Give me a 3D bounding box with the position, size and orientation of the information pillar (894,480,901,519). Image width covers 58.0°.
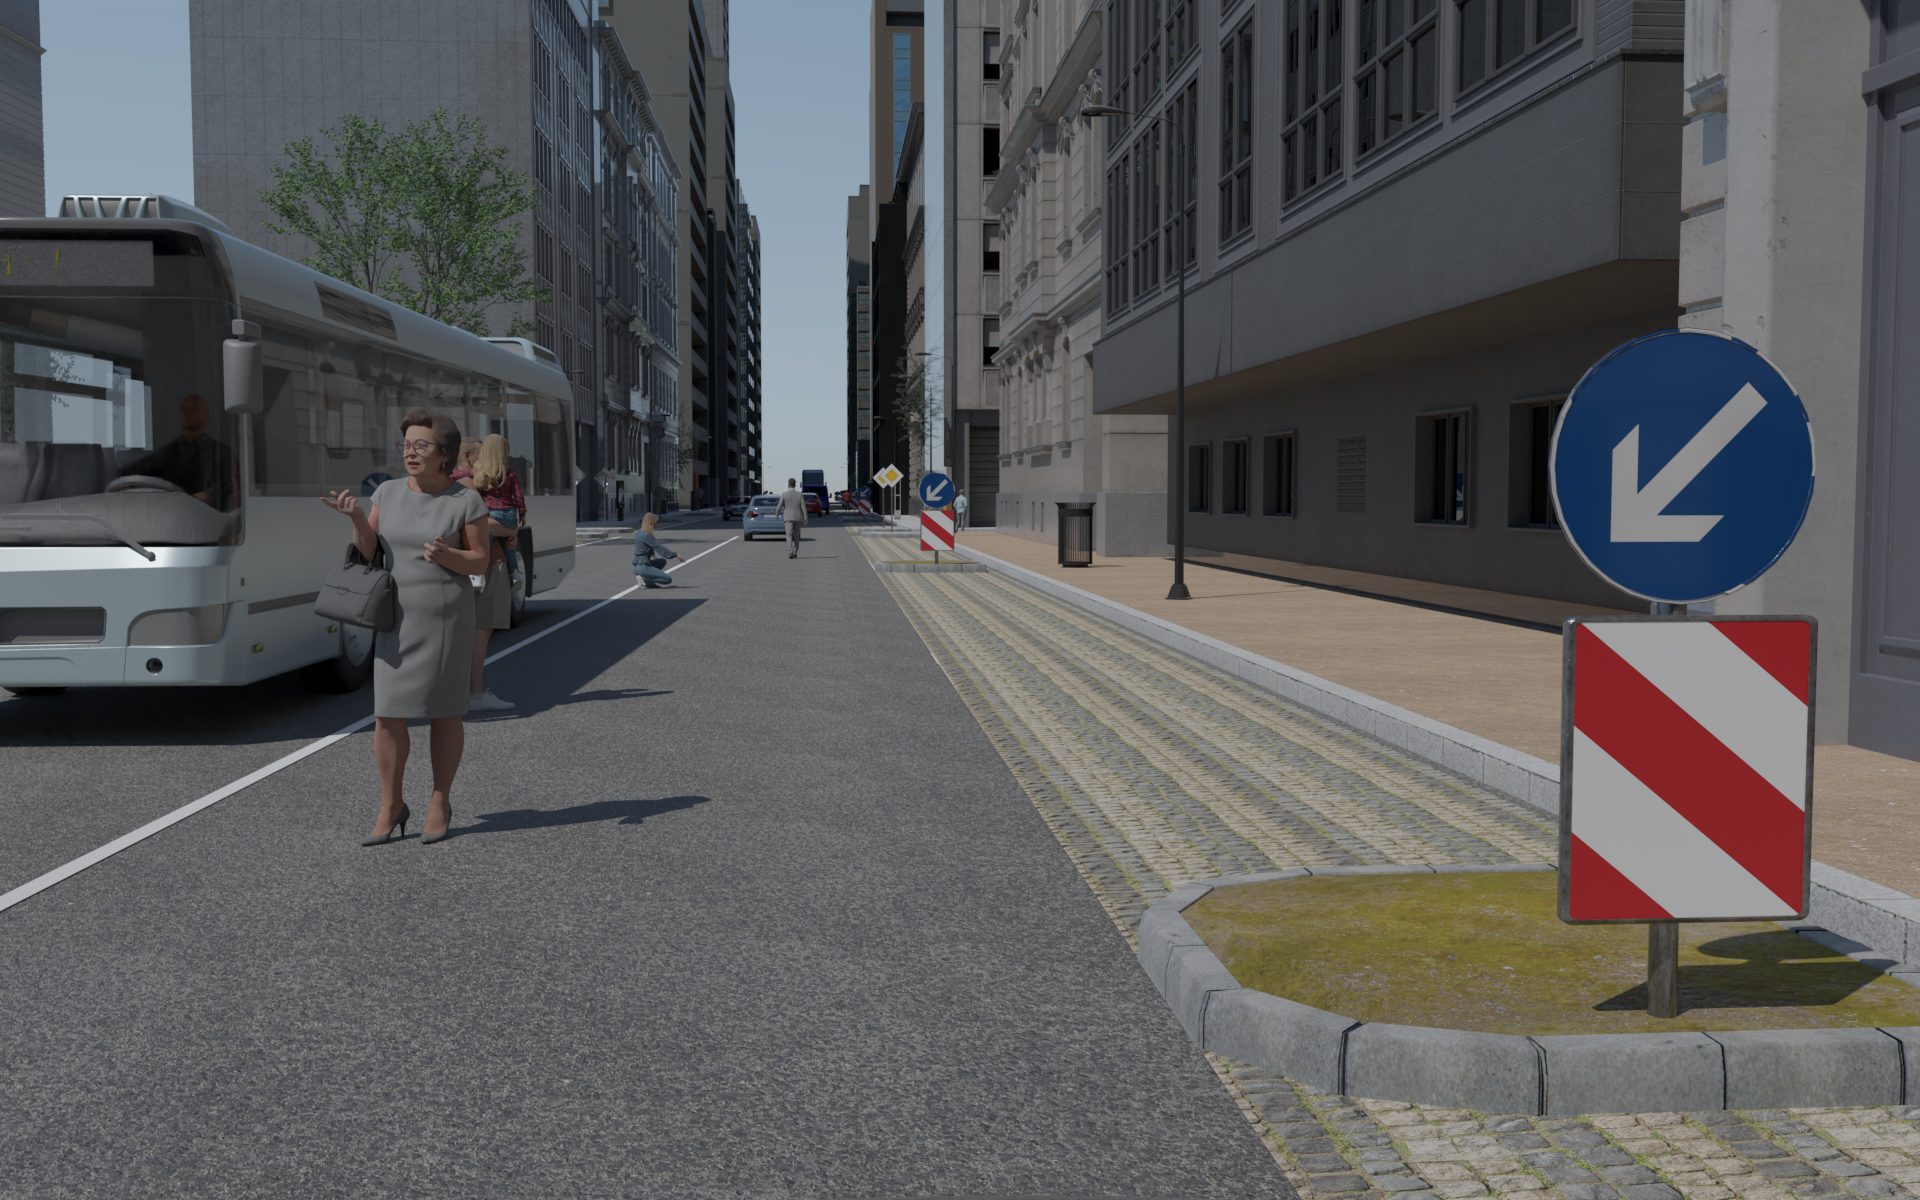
[{"bbox_3d":[-3.157,-5.077,87.502,0.304,2.012,0.304,0,4,-7],"label":"information pillar"}]

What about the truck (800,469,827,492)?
[{"bbox_3d":[-15.695,-11.850,183.509,2.967,4.110,18.799,0,4,-4],"label":"truck"}]

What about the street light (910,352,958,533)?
[{"bbox_3d":[-0.795,-5.152,56.773,1.470,5.913,1.316,0,4,-5],"label":"street light"}]

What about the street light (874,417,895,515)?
[{"bbox_3d":[-4.454,-8.034,103.905,1.470,5.913,1.316,0,4,-5],"label":"street light"}]

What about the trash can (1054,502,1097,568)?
[{"bbox_3d":[2.015,-1.138,30.265,0.748,1.137,0.748,0,3,0],"label":"trash can"}]

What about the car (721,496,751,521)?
[{"bbox_3d":[-12.010,-5.005,94.417,1.945,1.354,3.894,0,4,-5],"label":"car"}]

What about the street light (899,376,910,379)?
[{"bbox_3d":[-1.681,-5.840,68.028,1.470,5.913,1.316,0,4,-5],"label":"street light"}]

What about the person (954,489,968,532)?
[{"bbox_3d":[0.061,-3.061,60.350,0.330,1.601,0.589,-3,5,-44],"label":"person"}]

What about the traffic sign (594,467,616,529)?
[{"bbox_3d":[-13.196,-3.714,64.367,0.795,2.450,0.064,0,4,-5],"label":"traffic sign"}]

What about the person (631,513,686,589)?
[{"bbox_3d":[-4.654,-0.757,26.377,0.738,1.151,1.012,-1,4,-23],"label":"person"}]

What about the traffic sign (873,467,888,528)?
[{"bbox_3d":[-2.882,-3.762,65.158,0.795,2.450,0.064,0,4,-5],"label":"traffic sign"}]

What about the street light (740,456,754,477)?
[{"bbox_3d":[-27.207,-15.346,223.444,1.470,5.913,1.316,0,4,-5],"label":"street light"}]

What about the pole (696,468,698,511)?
[{"bbox_3d":[-20.373,-8.584,134.198,0.158,3.312,0.155,0,3,0],"label":"pole"}]

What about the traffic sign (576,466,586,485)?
[{"bbox_3d":[-12.567,-3.227,56.407,0.795,2.450,0.064,0,4,-5],"label":"traffic sign"}]

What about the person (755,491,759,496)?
[{"bbox_3d":[-22.579,-11.276,193.538,1.217,1.739,0.721,-3,4,-38],"label":"person"}]

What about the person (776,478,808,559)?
[{"bbox_3d":[-3.730,-1.816,38.465,0.678,1.792,0.850,-1,4,-12],"label":"person"}]

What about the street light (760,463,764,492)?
[{"bbox_3d":[-30.027,-17.541,259.329,1.470,5.913,1.316,0,4,-5],"label":"street light"}]

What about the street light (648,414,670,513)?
[{"bbox_3d":[-17.555,-7.854,100.953,1.470,5.913,1.316,0,4,-5],"label":"street light"}]

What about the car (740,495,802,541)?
[{"bbox_3d":[-5.858,-2.571,54.043,2.014,1.417,4.499,0,4,-6],"label":"car"}]

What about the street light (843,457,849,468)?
[{"bbox_3d":[-14.272,-15.564,227.011,1.470,5.913,1.316,0,4,-5],"label":"street light"}]

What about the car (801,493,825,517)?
[{"bbox_3d":[-9.532,-6.084,108.510,2.155,1.783,4.494,0,4,-4],"label":"car"}]

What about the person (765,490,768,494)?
[{"bbox_3d":[-15.703,-8.098,141.608,0.721,1.736,1.217,-1,4,-9],"label":"person"}]

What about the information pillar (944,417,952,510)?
[{"bbox_3d":[-0.381,-3.748,52.638,0.183,3.616,0.504,1,4,20],"label":"information pillar"}]

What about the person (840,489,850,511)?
[{"bbox_3d":[-9.423,-8.348,144.920,1.348,1.831,0.705,-1,4,-14],"label":"person"}]

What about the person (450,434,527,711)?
[{"bbox_3d":[-3.176,-0.189,11.569,0.580,1.828,0.573,1,4,17],"label":"person"}]

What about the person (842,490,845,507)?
[{"bbox_3d":[-11.730,-10.086,173.371,0.705,1.831,1.348,-1,4,-17],"label":"person"}]

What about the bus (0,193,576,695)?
[{"bbox_3d":[-5.745,-1.246,15.225,2.948,3.499,13.247,0,4,-3],"label":"bus"}]

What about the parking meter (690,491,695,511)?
[{"bbox_3d":[-20.052,-7.438,130.018,0.372,1.533,0.369,0,3,0],"label":"parking meter"}]

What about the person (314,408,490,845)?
[{"bbox_3d":[-2.298,0.110,7.063,0.716,1.782,0.532,0,4,3],"label":"person"}]

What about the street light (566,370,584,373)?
[{"bbox_3d":[-14.786,-5.657,65.035,1.470,5.913,1.316,0,4,-5],"label":"street light"}]

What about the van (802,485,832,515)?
[{"bbox_3d":[-10.056,-7.119,120.780,2.240,2.365,5.245,0,4,-4],"label":"van"}]

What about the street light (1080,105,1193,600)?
[{"bbox_3d":[2.131,-2.958,20.909,1.470,5.913,1.316,0,4,-5],"label":"street light"}]

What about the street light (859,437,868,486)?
[{"bbox_3d":[-7.724,-10.509,144.364,1.470,5.913,1.316,0,4,-5],"label":"street light"}]

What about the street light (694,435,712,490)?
[{"bbox_3d":[-20.756,-10.266,140.384,1.470,5.913,1.316,0,4,-5],"label":"street light"}]

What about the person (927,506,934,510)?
[{"bbox_3d":[-0.841,-2.077,47.133,0.373,1.253,0.362,1,4,15],"label":"person"}]

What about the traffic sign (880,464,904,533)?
[{"bbox_3d":[-2.253,-3.276,57.198,0.795,2.450,0.064,0,4,-5],"label":"traffic sign"}]

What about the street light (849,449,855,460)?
[{"bbox_3d":[-10.499,-12.703,180.240,1.470,5.913,1.316,0,4,-5],"label":"street light"}]
